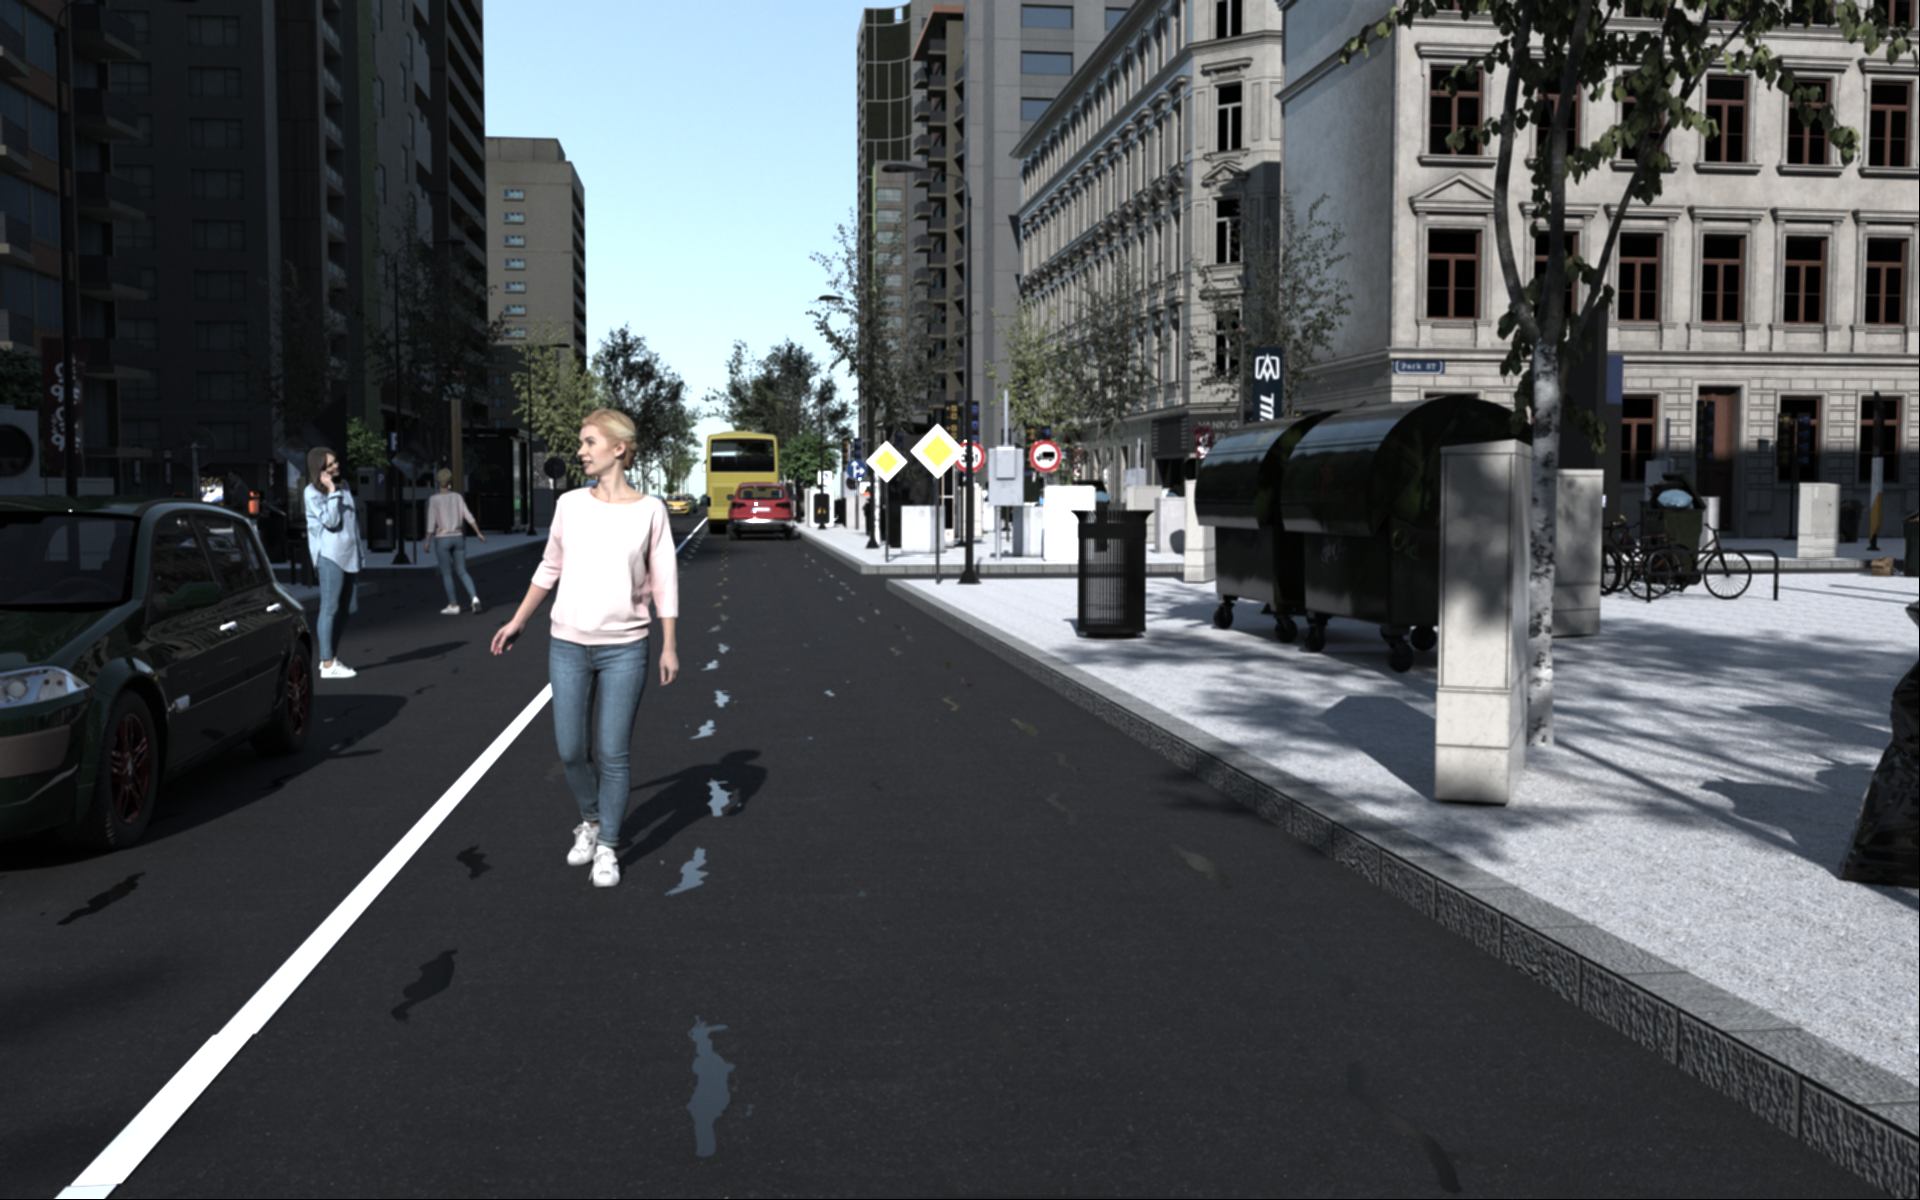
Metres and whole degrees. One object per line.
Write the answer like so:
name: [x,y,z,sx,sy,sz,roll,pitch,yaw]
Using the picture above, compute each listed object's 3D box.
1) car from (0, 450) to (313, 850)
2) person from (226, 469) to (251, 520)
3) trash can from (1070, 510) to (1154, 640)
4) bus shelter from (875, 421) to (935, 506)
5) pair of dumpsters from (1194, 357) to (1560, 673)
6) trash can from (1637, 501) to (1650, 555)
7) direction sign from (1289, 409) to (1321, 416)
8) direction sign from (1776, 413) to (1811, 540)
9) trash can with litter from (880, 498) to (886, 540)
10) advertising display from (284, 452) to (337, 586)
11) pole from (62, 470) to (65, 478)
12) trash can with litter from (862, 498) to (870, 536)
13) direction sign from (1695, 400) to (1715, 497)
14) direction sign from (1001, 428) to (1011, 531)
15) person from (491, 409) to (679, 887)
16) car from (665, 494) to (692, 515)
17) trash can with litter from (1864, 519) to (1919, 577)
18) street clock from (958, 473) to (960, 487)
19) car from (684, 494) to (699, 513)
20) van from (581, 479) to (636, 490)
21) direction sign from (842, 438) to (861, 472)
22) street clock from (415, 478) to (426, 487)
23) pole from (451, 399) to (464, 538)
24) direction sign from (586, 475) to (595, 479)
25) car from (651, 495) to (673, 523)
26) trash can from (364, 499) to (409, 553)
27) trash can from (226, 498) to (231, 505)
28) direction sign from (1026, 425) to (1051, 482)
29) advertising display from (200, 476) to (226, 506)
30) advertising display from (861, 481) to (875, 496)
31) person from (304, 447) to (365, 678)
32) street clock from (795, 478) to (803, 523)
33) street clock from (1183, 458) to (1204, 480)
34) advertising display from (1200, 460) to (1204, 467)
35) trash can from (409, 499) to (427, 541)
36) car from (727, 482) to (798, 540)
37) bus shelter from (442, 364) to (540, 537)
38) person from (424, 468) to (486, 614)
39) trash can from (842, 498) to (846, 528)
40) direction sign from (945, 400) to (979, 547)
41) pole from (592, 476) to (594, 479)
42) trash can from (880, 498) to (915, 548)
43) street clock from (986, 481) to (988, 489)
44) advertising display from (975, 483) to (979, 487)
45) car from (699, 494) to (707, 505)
car: [-4.335,0.102,8.117,2.009,1.686,4.222,0,4,-7]
person: [-11.802,-1.220,28.246,0.447,1.846,0.655,-1,4,-21]
trash can: [1.355,-0.232,15.454,0.748,1.137,0.748,0,3,0]
bus shelter: [-1.853,-4.055,57.576,1.731,3.624,6.357,0,4,-8]
pair of dumpsters: [3.301,-0.730,14.432,1.574,2.255,4.437,0,4,-8]
trash can: [14.761,-1.536,36.767,0.748,1.137,0.748,0,3,0]
direction sign: [9.224,-3.327,46.400,0.876,3.537,0.379,0,4,-6]
direction sign: [23.301,-3.455,48.485,0.876,3.537,0.379,0,4,4]
trash can with litter: [-1.744,-2.238,47.974,1.055,1.170,0.624,1,4,15]
advertising display: [-9.082,-1.164,24.253,0.974,1.923,0.123,2,4,32]
pole: [-15.915,-2.264,30.861,0.158,3.312,0.155,0,3,0]
trash can with litter: [-2.438,-2.557,53.192,1.055,1.170,0.624,-1,4,-18]
direction sign: [18.072,-3.063,42.073,0.876,3.537,0.379,-3,5,-41]
direction sign: [1.596,-4.157,59.966,0.379,3.537,0.876,-1,4,-19]
person: [-1.394,0.163,6.501,0.731,1.740,0.598,0,4,-2]
car: [-19.217,-6.555,117.394,2.015,1.641,3.980,-1,4,-9]
trash can with litter: [14.642,-0.946,26.862,1.055,1.170,0.624,2,4,35]
street clock: [-0.136,-3.362,59.538,0.358,2.002,0.471,-1,4,-15]
car: [-20.740,-7.255,130.422,2.131,1.459,4.920,0,4,-7]
van: [-9.219,-2.339,45.259,2.013,2.044,4.112,0,4,-8]
direction sign: [-4.372,-4.769,69.976,0.876,3.537,0.379,-2,4,-33]
street clock: [-24.328,-4.500,78.147,0.471,2.002,0.358,-2,4,-26]
pole: [-10.783,-2.649,37.158,0.158,3.312,0.155,0,3,0]
direction sign: [-16.314,-5.220,77.348,0.876,3.537,0.379,1,4,18]
car: [-12.497,-3.504,69.294,2.014,1.417,4.499,0,4,-8]
trash can: [-12.723,-1.616,38.082,0.748,1.137,0.748,0,3,0]
trash can: [-27.730,-3.278,65.253,0.748,1.137,0.748,0,3,0]
direction sign: [2.579,-3.985,57.158,0.876,3.537,0.379,-1,4,-18]
advertising display: [-27.373,-3.563,63.475,0.974,1.923,0.123,1,4,12]
advertising display: [-4.612,-5.065,88.031,0.974,1.923,0.123,1,4,13]
person: [-4.912,-0.293,13.550,0.793,1.790,0.793,-2,4,-24]
street clock: [-7.121,-4.405,76.599,0.358,2.002,0.471,0,4,8]
street clock: [4.707,-1.836,34.596,0.471,2.002,0.358,3,5,43]
advertising display: [4.881,-1.710,33.170,0.123,1.923,0.974,3,4,38]
trash can: [-14.947,-2.185,47.377,0.748,1.137,0.748,0,3,0]
car: [-6.327,-2.857,55.381,2.281,1.827,5.304,0,4,-6]
bus shelter: [-15.222,-4.805,56.193,2.179,5.291,8.768,0,4,-8]
person: [-5.955,-0.705,20.691,0.598,1.740,0.731,2,4,32]
trash can: [-4.153,-3.317,65.878,0.748,1.137,0.748,0,3,0]
direction sign: [0.044,-3.062,42.053,0.876,3.537,0.379,-1,4,-20]
pole: [-21.795,-6.669,102.873,0.158,3.312,0.155,0,3,0]
trash can: [-1.437,-1.812,41.284,0.748,1.137,0.748,0,3,0]
street clock: [1.647,-5.532,95.022,0.471,2.002,0.358,3,5,41]
advertising display: [0.599,-5.593,96.659,0.974,1.923,0.123,0,4,2]
car: [-32.725,-13.010,224.518,2.131,1.459,4.920,0,4,-6]
